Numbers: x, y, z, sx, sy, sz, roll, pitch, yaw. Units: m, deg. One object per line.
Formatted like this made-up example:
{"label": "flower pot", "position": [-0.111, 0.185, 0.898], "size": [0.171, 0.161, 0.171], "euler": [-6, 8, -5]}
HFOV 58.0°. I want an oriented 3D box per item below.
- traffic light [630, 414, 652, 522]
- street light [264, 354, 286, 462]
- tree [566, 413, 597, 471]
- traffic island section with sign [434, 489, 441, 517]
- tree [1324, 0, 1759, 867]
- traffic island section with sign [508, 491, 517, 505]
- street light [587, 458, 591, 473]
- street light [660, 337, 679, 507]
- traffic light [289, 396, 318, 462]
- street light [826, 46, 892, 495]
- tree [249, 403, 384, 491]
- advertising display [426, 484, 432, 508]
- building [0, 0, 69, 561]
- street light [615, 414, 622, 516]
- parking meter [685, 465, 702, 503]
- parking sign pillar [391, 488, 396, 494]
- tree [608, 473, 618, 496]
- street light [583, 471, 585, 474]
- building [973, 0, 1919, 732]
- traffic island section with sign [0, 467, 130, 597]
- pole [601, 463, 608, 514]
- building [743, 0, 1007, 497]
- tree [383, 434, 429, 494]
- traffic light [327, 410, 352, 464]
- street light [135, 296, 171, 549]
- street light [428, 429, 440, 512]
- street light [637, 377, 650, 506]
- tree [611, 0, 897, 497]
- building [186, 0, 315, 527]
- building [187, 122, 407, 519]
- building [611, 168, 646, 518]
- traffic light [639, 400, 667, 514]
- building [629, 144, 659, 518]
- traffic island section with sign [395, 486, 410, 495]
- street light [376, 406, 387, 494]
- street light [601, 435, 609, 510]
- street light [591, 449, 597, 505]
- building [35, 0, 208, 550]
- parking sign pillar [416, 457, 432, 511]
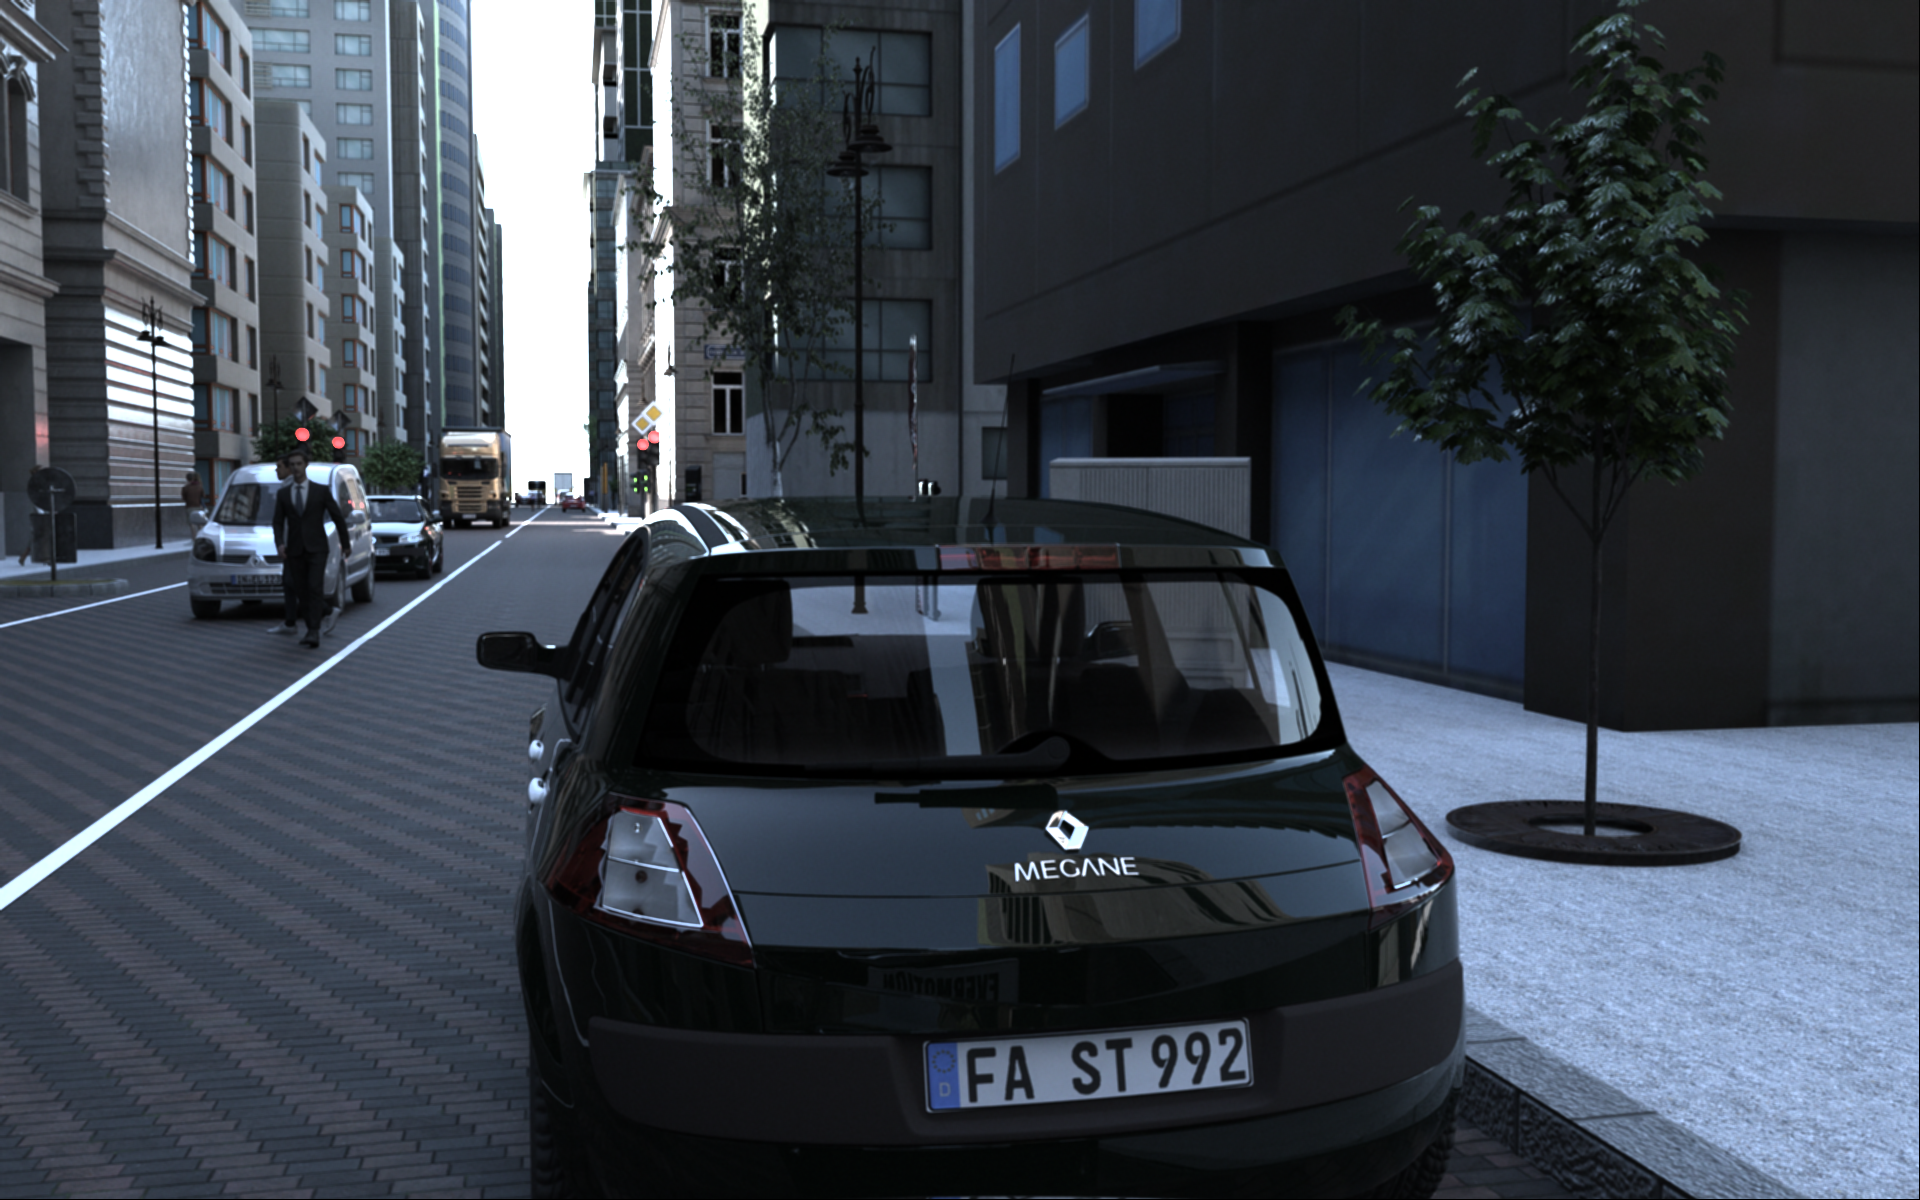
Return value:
{"label": "traffic light", "position": [-10.953, -4.330, 59.722], "size": [0.839, 4.253, 0.868], "euler": [-1, 4, -13]}
{"label": "street light", "position": [-22.615, -5.170, 57.316], "size": [0.468, 5.910, 1.993], "euler": [-1, 4, -13]}
{"label": "tree", "position": [-44.622, -17.666, 214.592], "size": [9.928, 11.665, 9.643], "euler": [0, 3, 0]}
{"label": "traffic island section with sign", "position": [-31.673, -5.972, 106.277], "size": [1.989, 1.847, 2.006], "euler": [-1, 4, -13]}
{"label": "tree", "position": [2.458, -0.725, 6.459], "size": [1.663, 3.219, 1.824], "euler": [0, 3, 0]}
{"label": "traffic island section with sign", "position": [-67.093, -15.498, 262.016], "size": [1.989, 1.847, 2.006], "euler": [-1, 4, -13]}
{"label": "street light", "position": [-43.878, -14.300, 206.587], "size": [0.468, 5.910, 1.993], "euler": [-1, 4, -13]}
{"label": "street light", "position": [-8.569, -4.793, 51.158], "size": [0.468, 5.910, 1.993], "euler": [-1, 4, -13]}
{"label": "traffic light", "position": [-18.795, -3.720, 49.741], "size": [0.839, 4.253, 0.868], "euler": [-1, 4, -13]}
{"label": "street light", "position": [-1.081, -2.795, 18.485], "size": [0.468, 5.910, 1.993], "euler": [-1, 4, -13]}
{"label": "tree", "position": [-23.804, -4.819, 62.497], "size": [4.285, 4.588, 4.351], "euler": [0, 3, 0]}
{"label": "advertising display", "position": [-35.162, -6.695, 114.675], "size": [0.123, 1.923, 0.974], "euler": [0, 4, -5]}
{"label": "building", "position": [-22.997, -14.485, 24.214], "size": [14.401, 28.519, 23.554], "euler": [-1, 4, -13]}
{"label": "street light", "position": [-19.771, -7.812, 100.521], "size": [0.468, 5.910, 1.993], "euler": [-1, 4, -13]}
{"label": "parking meter", "position": [-5.376, -1.788, 34.948], "size": [0.255, 1.863, 0.399], "euler": [0, 4, 6]}
{"label": "parking sign pillar", "position": [-33.690, -6.999, 102.898], "size": [1.447, 3.967, 1.447], "euler": [-1, 4, -21]}
{"label": "tree", "position": [-26.847, -8.657, 136.150], "size": [1.663, 3.219, 1.824], "euler": [0, 3, 0]}
{"label": "street light", "position": [-55.117, -17.328, 256.095], "size": [0.468, 5.910, 1.993], "euler": [-1, 4, -13]}
{"label": "building", "position": [8.475, -22.373, 15.904], "size": [14.600, 45.320, 14.200], "euler": [-1, 4, -13]}
{"label": "traffic island section with sign", "position": [-13.196, -1.001, 24.999], "size": [1.989, 1.847, 2.006], "euler": [-1, 4, -13]}
{"label": "pole", "position": [-23.073, -7.277, 112.817], "size": [0.158, 3.312, 0.155], "euler": [0, 3, 0]}
{"label": "building", "position": [1.765, -16.420, 40.164], "size": [14.160, 30.474, 14.107], "euler": [-1, 4, -13]}
{"label": "tree", "position": [-31.252, -6.788, 94.697], "size": [4.285, 4.588, 4.351], "euler": [0, 3, 0]}
{"label": "traffic light", "position": [-20.566, -4.196, 57.528], "size": [0.839, 4.253, 0.868], "euler": [-1, 4, -13]}
{"label": "street light", "position": [-18.861, -4.148, 40.608], "size": [0.468, 5.910, 1.993], "euler": [-1, 4, -13]}
{"label": "street light", "position": [-37.458, -9.181, 122.889], "size": [0.468, 5.910, 1.993], "euler": [-1, 4, -13]}
{"label": "street light", "position": [-12.486, -5.842, 68.304], "size": [0.468, 5.910, 1.993], "euler": [-1, 4, -13]}
{"label": "tree", "position": [-2.718, -4.554, 24.828], "size": [4.360, 8.622, 3.978], "euler": [0, 3, 0]}
{"label": "building", "position": [-41.413, -13.656, 68.323], "size": [27.650, 21.520, 28.899], "euler": [-1, 4, -13]}
{"label": "building", "position": [-50.499, -16.113, 108.494], "size": [27.650, 21.520, 28.899], "euler": [-1, 4, -13]}
{"label": "building", "position": [-15.521, -15.551, 103.407], "size": [9.793, 20.994, 18.267], "euler": [-1, 4, -13]}
{"label": "traffic light", "position": [-9.182, -3.854, 51.935], "size": [0.839, 4.253, 0.868], "euler": [-1, 4, -13]}
{"label": "building", "position": [-10.529, -13.496, 85.280], "size": [10.561, 19.102, 19.286], "euler": [-1, 4, -13]}
{"label": "traffic island section with sign", "position": [-25.708, -4.365, 79.987], "size": [1.989, 1.847, 2.006], "euler": [-1, 4, -13]}
{"label": "street light", "position": [-30.246, -7.210, 90.672], "size": [0.468, 5.910, 1.993], "euler": [-1, 4, -13]}
{"label": "street light", "position": [-29.054, -10.300, 141.193], "size": [0.468, 5.910, 1.993], "euler": [-1, 4, -13]}
{"label": "street light", "position": [-36.533, -12.302, 173.928], "size": [0.468, 5.910, 1.993], "euler": [-1, 4, -13]}
{"label": "building", "position": [-29.674, -13.036, 42.012], "size": [19.941, 23.489, 11.050], "euler": [-1, 4, -13]}
{"label": "parking sign pillar", "position": [-38.875, -8.342, 124.868], "size": [1.447, 3.967, 1.447], "euler": [3, 5, 44]}
